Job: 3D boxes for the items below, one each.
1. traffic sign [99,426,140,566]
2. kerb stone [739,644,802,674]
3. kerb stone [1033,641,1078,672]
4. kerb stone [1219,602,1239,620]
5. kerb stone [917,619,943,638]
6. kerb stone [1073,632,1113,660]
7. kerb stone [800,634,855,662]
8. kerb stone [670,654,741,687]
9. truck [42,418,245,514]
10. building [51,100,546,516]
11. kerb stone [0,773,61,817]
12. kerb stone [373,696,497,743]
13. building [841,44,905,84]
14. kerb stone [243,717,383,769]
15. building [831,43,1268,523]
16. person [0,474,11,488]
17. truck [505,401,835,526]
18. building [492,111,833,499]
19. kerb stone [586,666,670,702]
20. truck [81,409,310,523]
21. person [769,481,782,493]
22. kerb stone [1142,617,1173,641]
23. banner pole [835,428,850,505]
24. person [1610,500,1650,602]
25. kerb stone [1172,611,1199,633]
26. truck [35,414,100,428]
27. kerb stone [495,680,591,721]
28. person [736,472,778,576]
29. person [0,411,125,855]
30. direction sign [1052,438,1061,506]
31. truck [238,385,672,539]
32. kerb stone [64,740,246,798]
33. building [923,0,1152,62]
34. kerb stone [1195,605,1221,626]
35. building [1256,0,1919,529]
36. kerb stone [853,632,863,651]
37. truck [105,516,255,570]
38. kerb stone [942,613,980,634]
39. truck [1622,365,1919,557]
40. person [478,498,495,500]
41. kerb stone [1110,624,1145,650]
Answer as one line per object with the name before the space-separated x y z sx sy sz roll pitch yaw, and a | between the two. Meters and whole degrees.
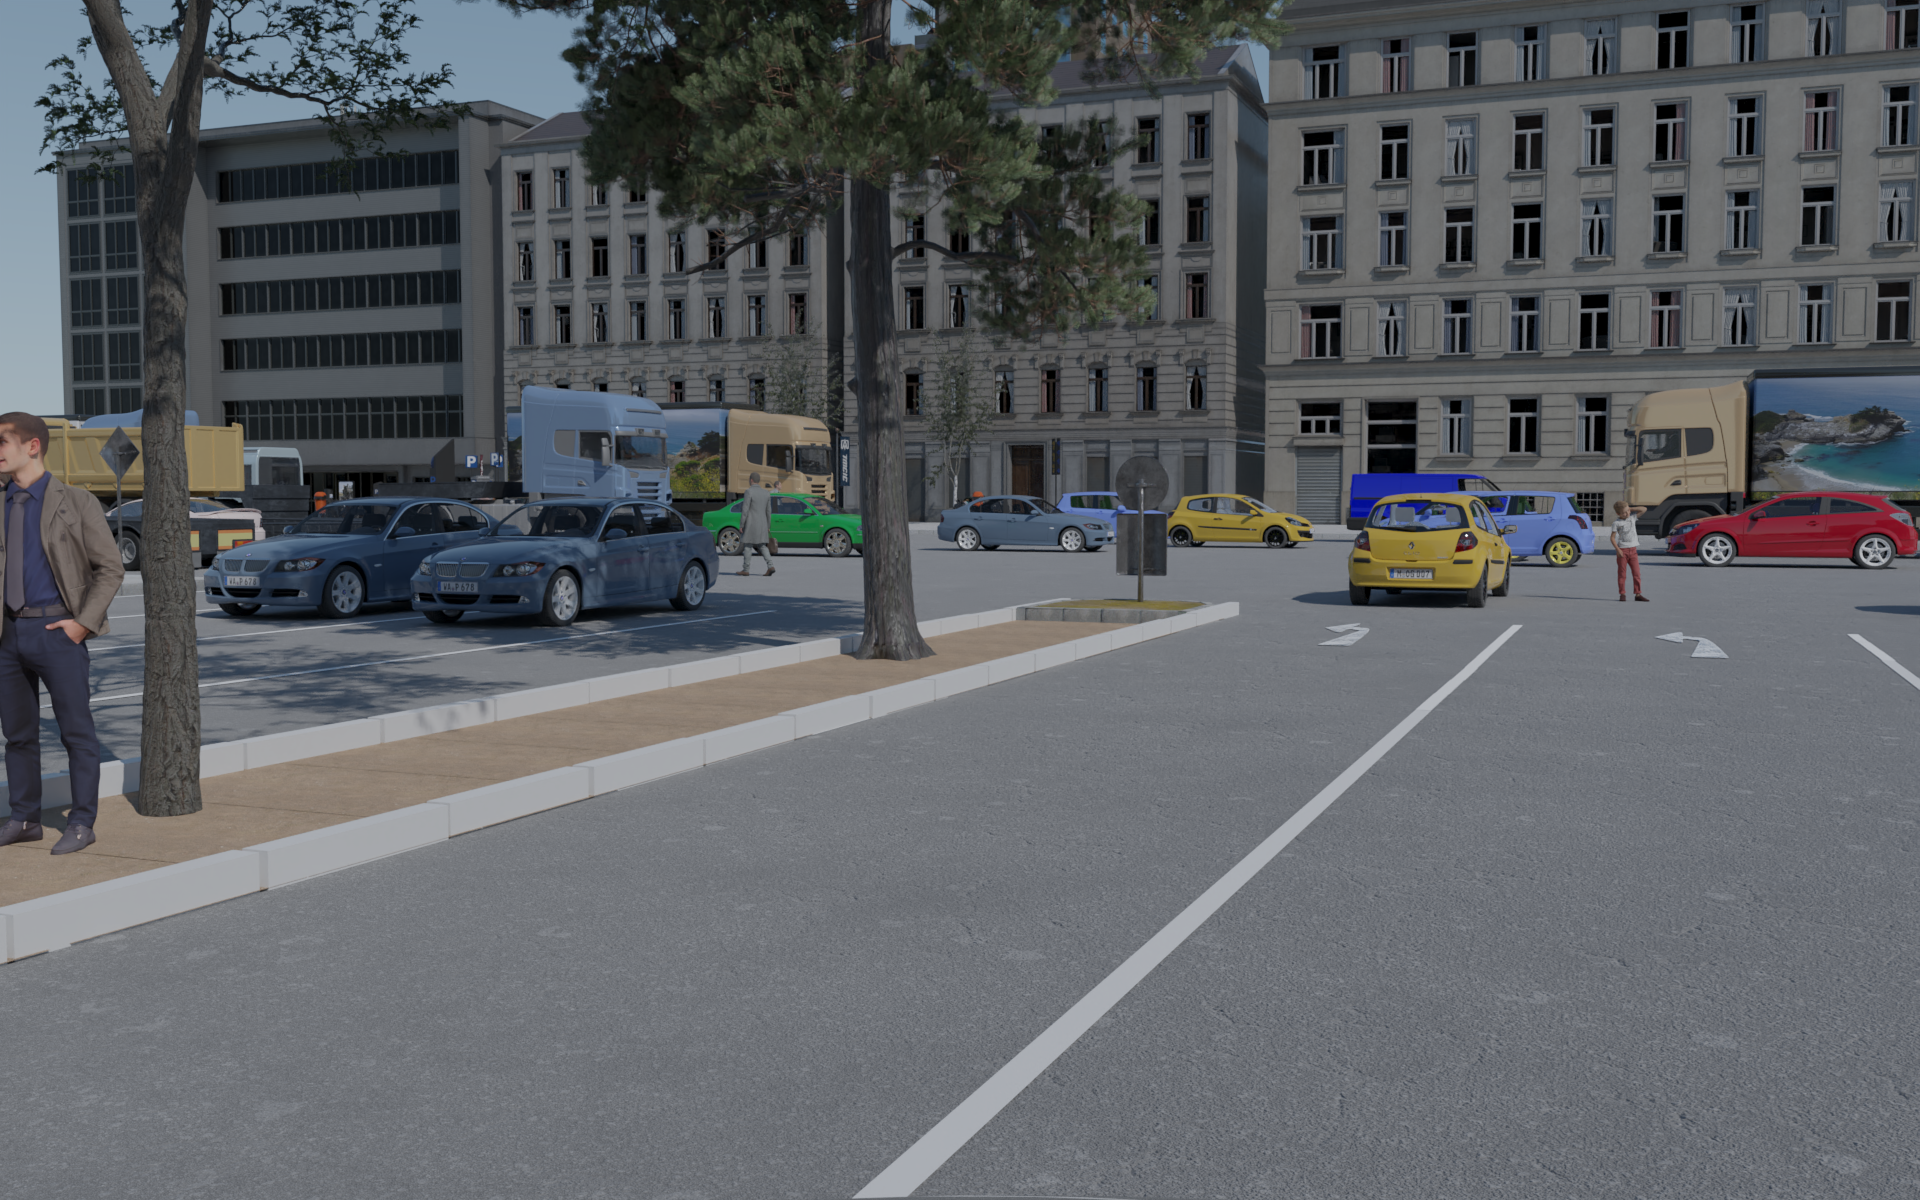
traffic sign | -12.372 -1.337 25.497 0.795 2.450 0.064 1 4 22
kerb stone | -1.601 0.489 14.203 0.120 0.150 1.000 1 4 22
kerb stone | 0.743 0.477 14.397 0.120 0.150 1.000 1 4 22
kerb stone | 3.069 0.128 20.125 0.120 0.150 1.000 1 4 22
kerb stone | -0.440 0.313 17.071 0.120 0.150 1.000 1 4 22
kerb stone | 1.131 0.418 15.355 0.120 0.150 1.000 1 4 22
kerb stone | -1.216 0.434 15.157 0.120 0.150 1.000 1 4 22
kerb stone | -1.993 0.550 13.248 0.120 0.150 1.000 1 4 22
truck | -22.230 -2.868 42.822 9.791 3.379 3.469 2 4 24
building | -34.574 -17.030 97.505 30.058 24.678 14.314 1 4 22
kerb stone | -4.321 0.902 7.527 0.120 0.150 1.000 1 4 22
kerb stone | -3.157 0.722 10.387 0.120 0.150 1.000 1 4 22
building | -8.360 -31.947 172.437 14.200 45.320 14.600 1 4 22
kerb stone | -3.550 0.784 9.436 0.120 0.150 1.000 1 4 22
building | 4.633 -14.097 79.638 18.267 20.994 9.793 1 4 22
person | -12.620 -0.872 22.767 0.555 1.821 0.388 1 4 18
truck | -8.833 -4.000 54.308 11.283 4.237 2.839 1 4 22
building | -12.800 -14.550 87.038 18.267 20.994 9.793 1 4 22
kerb stone | -2.393 0.605 12.300 0.120 0.150 1.000 1 4 22
truck | -19.612 -3.866 52.974 18.799 4.110 2.967 1 4 21
person | -5.206 -2.467 48.932 0.391 1.810 0.635 1 4 17
kerb stone | 1.908 0.301 17.266 0.120 0.150 1.000 1 4 22
banner pole | -4.501 -4.648 66.010 0.863 3.779 0.401 -3 5 -43
person | 8.941 -0.654 23.107 0.435 1.345 0.340 -1 4 -11
kerb stone | 2.300 0.252 18.218 0.120 0.150 1.000 1 4 22
truck | -35.728 -4.598 64.083 11.283 4.237 2.839 1 4 21
kerb stone | -2.769 0.664 11.343 0.120 0.150 1.000 1 4 22
person | -3.571 -1.322 30.211 0.767 1.812 0.694 3 5 42
person | -3.770 0.136 6.811 0.617 1.759 0.750 1 4 18
direction sign | 3.903 -4.797 70.434 0.379 3.537 0.876 -1 4 -19
truck | -15.789 -3.434 45.904 18.799 4.110 2.967 1 4 21
kerb stone | -3.934 0.839 8.480 0.120 0.150 1.000 1 4 22
building | 5.871 -29.470 131.948 14.600 45.320 14.200 1 4 22
kerb stone | 2.687 0.185 19.170 0.120 0.150 1.000 1 4 22
building | 28.697 -14.702 73.660 30.059 22.955 16.112 1 4 22
kerb stone | -0.831 0.373 16.110 0.120 0.150 1.000 1 4 22
truck | -23.002 -2.830 36.024 18.799 4.110 2.967 1 4 21
kerb stone | -0.055 0.255 18.025 0.120 0.150 1.000 1 4 22
truck | 20.336 -3.079 39.258 11.283 4.237 2.839 1 4 21
person | -13.017 -2.315 47.812 0.566 1.644 0.517 0 4 3
kerb stone | 1.521 0.360 16.314 0.120 0.150 1.000 1 4 22
